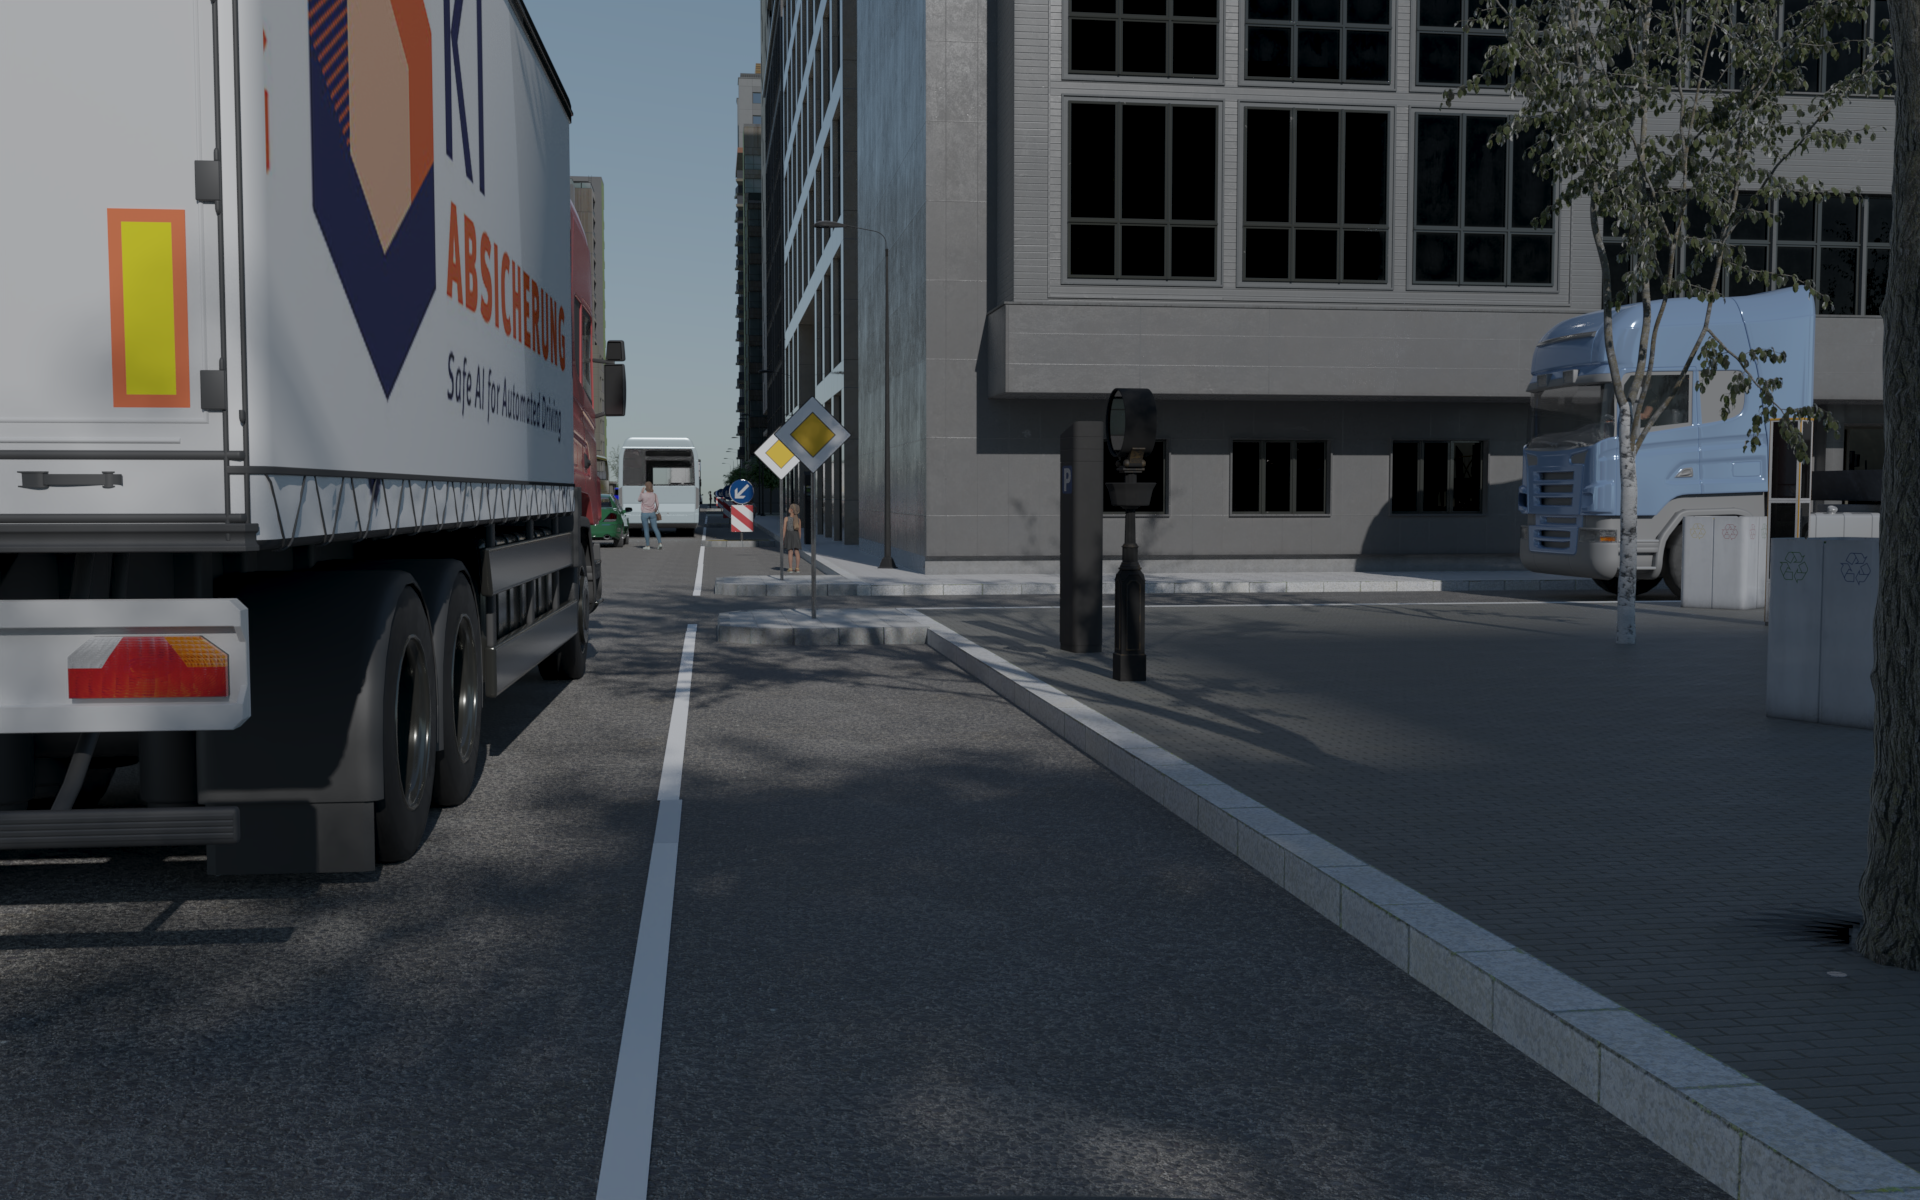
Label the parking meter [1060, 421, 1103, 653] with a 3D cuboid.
[{"bbox_3d":[0.987,-0.515,14.128,0.255,1.863,0.399,-1,4,-17],"label":"parking meter"}]

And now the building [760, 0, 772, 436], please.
[{"bbox_3d":[-3.177,-34.227,148.845,28.713,52.752,27.495,-1,4,-8],"label":"building"}]

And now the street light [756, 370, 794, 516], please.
[{"bbox_3d":[-6.835,-5.653,64.962,1.470,5.913,1.316,-1,4,-8],"label":"street light"}]

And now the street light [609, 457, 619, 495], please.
[{"bbox_3d":[-43.516,-14.979,217.447,1.470,5.913,1.316,-1,4,-8],"label":"street light"}]

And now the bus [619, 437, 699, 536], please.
[{"bbox_3d":[-10.895,-4.137,62.496,2.948,3.499,13.247,-1,4,-10],"label":"bus"}]

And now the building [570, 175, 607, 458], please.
[{"bbox_3d":[-51.706,-32.561,215.961,14.154,41.232,14.086,-1,4,-8],"label":"building"}]

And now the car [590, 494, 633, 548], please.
[{"bbox_3d":[-10.135,-2.199,47.752,2.131,1.459,4.920,0,4,-8],"label":"car"}]

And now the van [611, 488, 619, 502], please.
[{"bbox_3d":[-30.828,-9.469,159.198,2.240,2.365,5.245,0,4,-7],"label":"van"}]

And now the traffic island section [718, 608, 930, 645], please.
[{"bbox_3d":[-1.487,0.270,17.869,2.009,0.180,2.903,-1,4,-8],"label":"traffic island section"}]

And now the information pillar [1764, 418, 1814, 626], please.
[{"bbox_3d":[8.044,-0.754,16.814,0.304,2.012,0.304,-3,5,-44],"label":"information pillar"}]

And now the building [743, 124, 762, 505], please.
[{"bbox_3d":[-17.293,-31.290,195.187,14.154,41.232,14.086,-1,4,-8],"label":"building"}]

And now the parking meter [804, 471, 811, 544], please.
[{"bbox_3d":[-3.846,-2.355,44.219,0.255,1.863,0.399,-1,4,-11],"label":"parking meter"}]

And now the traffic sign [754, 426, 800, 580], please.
[{"bbox_3d":[-2.652,-1.349,25.692,0.795,2.450,0.064,-1,4,-8],"label":"traffic sign"}]

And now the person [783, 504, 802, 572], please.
[{"bbox_3d":[-3.091,-1.138,31.781,0.362,1.253,0.373,-1,4,-22],"label":"person"}]

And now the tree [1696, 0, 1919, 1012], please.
[{"bbox_3d":[2.748,-4.823,4.612,9.928,11.665,9.643,0,3,0],"label":"tree"}]

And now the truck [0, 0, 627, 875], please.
[{"bbox_3d":[-3.675,-1.281,9.859,2.839,4.237,11.283,0,4,-7],"label":"truck"}]

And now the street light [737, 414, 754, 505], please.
[{"bbox_3d":[-11.963,-7.810,100.240,1.470,5.913,1.316,-1,4,-8],"label":"street light"}]

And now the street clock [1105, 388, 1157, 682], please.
[{"bbox_3d":[1.168,-0.448,11.889,0.358,2.002,0.471,-1,4,-12],"label":"street clock"}]

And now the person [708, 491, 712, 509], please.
[{"bbox_3d":[-23.958,-9.639,166.815,0.721,1.743,1.217,0,4,-3],"label":"person"}]

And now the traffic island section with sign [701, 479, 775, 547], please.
[{"bbox_3d":[-6.143,-2.397,47.814,1.989,1.847,2.006,-1,4,-8],"label":"traffic island section with sign"}]

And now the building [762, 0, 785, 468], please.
[{"bbox_3d":[-2.617,-18.101,89.459,14.314,27.812,24.014,-1,4,-8],"label":"building"}]

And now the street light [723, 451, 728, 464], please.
[{"bbox_3d":[-24.547,-13.114,186.948,1.470,5.913,1.316,-1,4,-8],"label":"street light"}]

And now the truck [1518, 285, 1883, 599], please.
[{"bbox_3d":[16.511,-2.092,23.968,18.799,4.110,2.967,0,4,-6],"label":"truck"}]

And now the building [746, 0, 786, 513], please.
[{"bbox_3d":[-4.996,-41.911,123.493,20.563,71.187,20.611,-1,4,-8],"label":"building"}]

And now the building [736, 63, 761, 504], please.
[{"bbox_3d":[-20.756,-43.006,245.148,21.231,58.520,28.212,-1,4,-8],"label":"building"}]

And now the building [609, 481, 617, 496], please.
[{"bbox_3d":[-63.226,-33.173,234.257,32.217,40.220,23.993,-1,4,-8],"label":"building"}]

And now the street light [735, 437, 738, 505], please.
[{"bbox_3d":[-12.756,-8.129,105.442,1.470,5.913,1.316,-1,4,-8],"label":"street light"}]

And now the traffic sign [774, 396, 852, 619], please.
[{"bbox_3d":[-1.509,-0.865,17.789,0.795,2.450,0.064,-1,4,-8],"label":"traffic sign"}]

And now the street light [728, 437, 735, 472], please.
[{"bbox_3d":[-17.848,-10.287,140.725,1.470,5.913,1.316,-1,4,-8],"label":"street light"}]

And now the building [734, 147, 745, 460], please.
[{"bbox_3d":[-16.929,-34.400,217.070,22.147,44.769,28.867,-1,4,-8],"label":"building"}]

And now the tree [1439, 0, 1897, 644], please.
[{"bbox_3d":[5.743,-3.916,14.391,4.360,8.622,3.978,0,3,0],"label":"tree"}]

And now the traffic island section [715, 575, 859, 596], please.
[{"bbox_3d":[-2.629,-0.214,25.773,2.009,0.180,2.903,-1,4,-8],"label":"traffic island section"}]

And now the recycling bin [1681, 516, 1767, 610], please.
[{"bbox_3d":[8.643,-0.429,19.566,0.722,1.027,0.722,3,5,45],"label":"recycling bin"}]

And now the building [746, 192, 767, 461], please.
[{"bbox_3d":[-13.720,-24.299,168.984,14.160,30.474,14.107,-1,4,-8],"label":"building"}]

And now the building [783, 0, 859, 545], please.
[{"bbox_3d":[4.150,-15.696,61.146,19.350,26.468,34.151,-1,4,-8],"label":"building"}]

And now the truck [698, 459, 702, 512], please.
[{"bbox_3d":[-22.915,-9.510,144.399,2.839,4.237,11.283,-1,4,-9],"label":"truck"}]

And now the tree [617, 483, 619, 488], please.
[{"bbox_3d":[-49.755,-15.689,251.115,1.663,3.219,1.824,0,3,0],"label":"tree"}]

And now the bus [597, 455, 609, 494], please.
[{"bbox_3d":[-20.678,-6.216,93.182,2.896,3.916,12.252,0,4,-7],"label":"bus"}]

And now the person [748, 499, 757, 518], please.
[{"bbox_3d":[-8.657,-3.612,72.238,0.352,1.250,0.332,-1,4,-22],"label":"person"}]

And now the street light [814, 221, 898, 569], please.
[{"bbox_3d":[-1.787,-3.494,29.672,1.470,5.913,1.316,-1,4,-8],"label":"street light"}]

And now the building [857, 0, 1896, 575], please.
[{"bbox_3d":[13.440,-13.153,34.124,30.058,24.678,14.314,-1,4,-8],"label":"building"}]

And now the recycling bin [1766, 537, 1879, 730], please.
[{"bbox_3d":[5.110,0.167,9.817,0.722,1.027,0.722,-2,4,-30],"label":"recycling bin"}]

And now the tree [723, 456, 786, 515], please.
[{"bbox_3d":[-11.853,-7.664,109.016,4.285,4.588,4.351,0,3,0],"label":"tree"}]

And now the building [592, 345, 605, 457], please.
[{"bbox_3d":[-54.748,-21.328,193.758,27.650,21.520,28.899,-1,4,-8],"label":"building"}]

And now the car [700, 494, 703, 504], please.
[{"bbox_3d":[-37.148,-14.323,242.845,2.281,1.827,5.304,0,4,-7],"label":"car"}]

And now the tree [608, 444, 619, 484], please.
[{"bbox_3d":[-50.314,-18.725,256.522,4.360,8.622,3.978,0,3,0],"label":"tree"}]

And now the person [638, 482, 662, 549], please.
[{"bbox_3d":[-7.965,-2.181,44.743,0.593,1.750,0.643,-2,4,-31],"label":"person"}]
